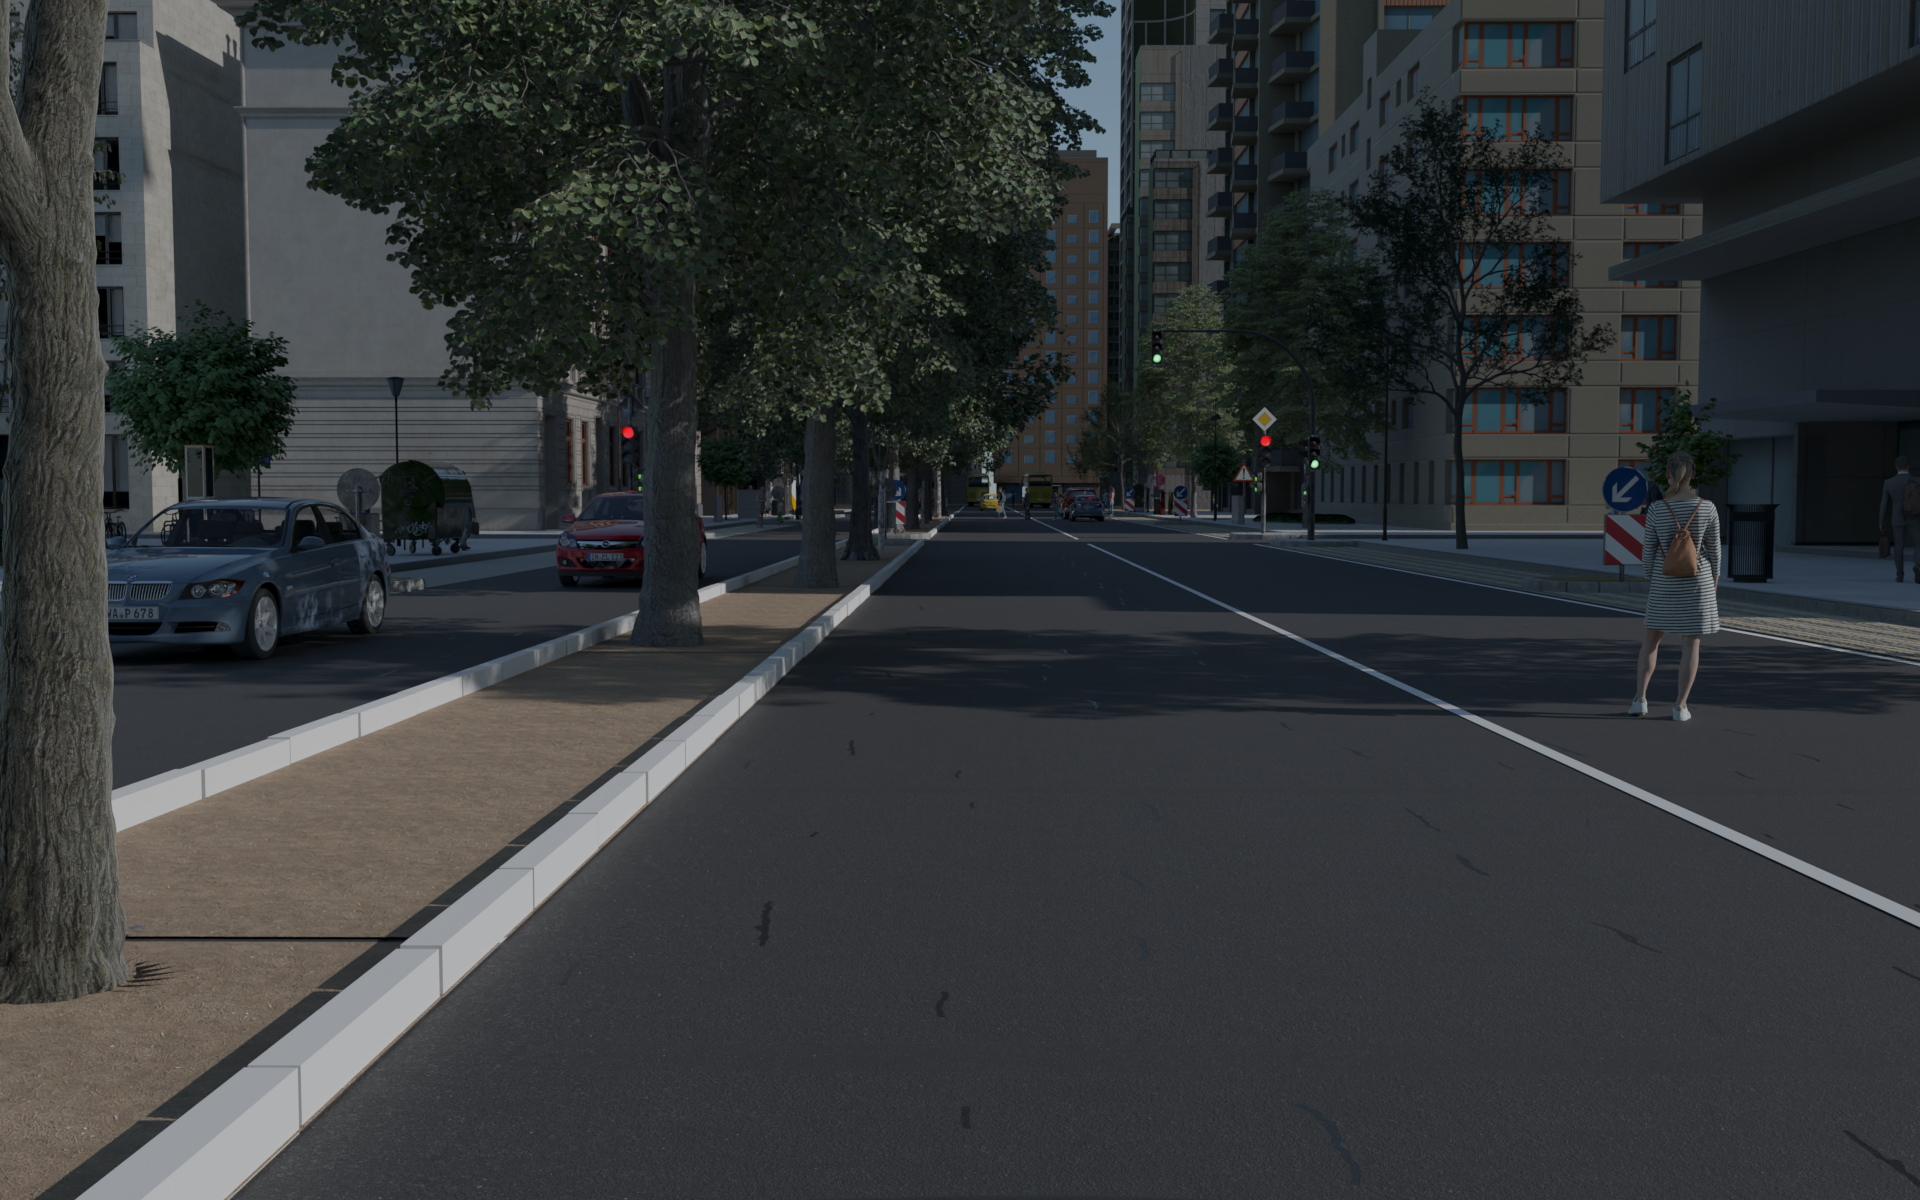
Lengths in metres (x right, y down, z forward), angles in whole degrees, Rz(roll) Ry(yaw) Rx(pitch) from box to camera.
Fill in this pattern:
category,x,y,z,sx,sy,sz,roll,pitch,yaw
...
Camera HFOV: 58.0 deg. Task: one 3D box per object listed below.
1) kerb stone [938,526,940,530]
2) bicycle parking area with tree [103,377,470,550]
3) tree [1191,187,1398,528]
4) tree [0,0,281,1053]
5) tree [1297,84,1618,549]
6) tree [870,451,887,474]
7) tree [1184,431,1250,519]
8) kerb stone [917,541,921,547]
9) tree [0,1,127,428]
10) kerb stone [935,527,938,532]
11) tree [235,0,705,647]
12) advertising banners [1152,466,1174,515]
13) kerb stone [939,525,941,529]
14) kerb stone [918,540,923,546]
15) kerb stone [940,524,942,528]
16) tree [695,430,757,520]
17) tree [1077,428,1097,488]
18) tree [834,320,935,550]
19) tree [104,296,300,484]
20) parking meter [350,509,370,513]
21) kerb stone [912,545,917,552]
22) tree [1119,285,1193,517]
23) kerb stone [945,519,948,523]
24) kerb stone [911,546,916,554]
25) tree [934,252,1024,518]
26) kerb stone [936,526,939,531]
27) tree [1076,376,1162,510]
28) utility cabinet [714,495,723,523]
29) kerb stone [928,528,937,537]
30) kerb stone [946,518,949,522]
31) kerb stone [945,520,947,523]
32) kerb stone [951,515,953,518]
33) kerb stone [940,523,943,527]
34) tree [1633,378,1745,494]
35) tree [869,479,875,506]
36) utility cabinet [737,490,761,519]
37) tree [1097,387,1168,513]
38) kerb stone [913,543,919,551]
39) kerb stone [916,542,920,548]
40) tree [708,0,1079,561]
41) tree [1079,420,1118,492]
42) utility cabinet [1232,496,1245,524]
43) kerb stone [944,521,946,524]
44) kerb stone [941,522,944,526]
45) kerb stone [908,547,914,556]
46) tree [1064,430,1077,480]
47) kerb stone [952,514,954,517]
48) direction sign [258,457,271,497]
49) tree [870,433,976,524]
category,x,y,z,sx,sy,sz,roll,pitch,yaw
kerb stone,-0.923,-2.583,64.429,0.120,0.150,1.000,0,4,1
bicycle parking area with tree,-16.354,-3.390,42.423,8.231,4.147,9.016,1,4,9
tree,12.695,-8.978,64.910,7.486,12.596,7.792,0,3,0
tree,-2.517,-4.668,4.538,9.928,11.665,9.643,0,3,0
tree,11.398,-6.471,40.212,7.601,10.594,8.767,0,4,2
tree,-9.786,-14.281,167.900,7.601,10.594,8.767,0,4,6
tree,12.958,-6.385,88.103,4.285,4.588,4.351,0,3,0
kerb stone,-1.130,-1.357,44.379,0.120,0.150,1.000,0,4,1
tree,-11.808,-4.281,20.357,4.360,8.622,3.978,0,3,0
kerb stone,-0.955,-2.395,61.360,0.120,0.150,1.000,0,4,1
tree,-2.781,-6.544,16.106,9.857,13.997,8.962,0,3,0
advertising banners,12.384,-6.697,105.685,0.090,3.025,2.074,-2,4,-34
kerb stone,-0.905,-2.708,66.478,0.120,0.150,1.000,0,4,1
kerb stone,-1.122,-1.420,45.406,0.120,0.150,1.000,0,4,1
kerb stone,-0.879,-2.834,68.534,0.120,0.150,1.000,0,4,1
tree,-11.415,-6.182,84.794,4.285,4.588,4.351,0,3,0
tree,12.812,-12.203,149.877,4.360,8.622,3.978,0,3,0
tree,-2.044,-5.607,44.494,4.360,8.622,3.978,0,3,0
tree,-12.643,-2.775,29.081,4.285,4.588,4.351,0,3,0
parking meter,-11.778,-1.566,34.015,0.372,1.533,0.369,0,3,0
kerb stone,-1.156,-1.168,41.298,0.120,0.150,1.000,0,4,1
tree,12.429,-10.787,94.502,7.486,12.596,7.792,0,3,0
kerb stone,-0.758,-3.524,79.813,0.120,0.150,1.000,0,4,1
kerb stone,-1.168,-1.104,40.277,0.120,0.150,1.000,0,4,1
tree,-2.554,-15.025,104.007,12.611,20.169,13.585,0,3,0
kerb stone,-0.932,-2.521,63.407,0.120,0.150,1.000,0,4,1
tree,12.585,-12.382,136.865,7.601,10.594,8.767,1,4,10
utility cabinet,-10.969,-4.120,78.516,0.306,1.237,1.020,-1,4,-15
kerb stone,-0.970,-2.327,60.327,0.120,0.150,1.000,0,4,1
kerb stone,-0.732,-3.712,82.889,0.120,0.150,1.000,0,4,1
kerb stone,-0.785,-3.399,77.767,0.120,0.150,1.000,0,4,1
kerb stone,-0.611,-4.465,95.200,0.120,0.150,1.000,0,4,1
kerb stone,-0.867,-2.897,69.557,0.120,0.150,1.000,0,4,1
tree,12.078,-2.102,28.966,1.663,3.219,1.824,0,3,0
tree,-9.839,-11.749,186.704,1.663,3.219,1.824,0,3,0
utility cabinet,-10.919,-4.952,89.640,1.173,1.500,0.318,-1,4,-11
tree,12.296,-10.155,116.388,4.360,8.622,3.978,0,3,0
kerb stone,-1.144,-1.231,42.320,0.120,0.150,1.000,0,4,1
kerb stone,-1.134,-1.293,43.342,0.120,0.150,1.000,0,4,1
tree,-2.144,-7.199,37.165,9.611,12.733,9.660,0,3,0
tree,13.477,-13.486,170.851,4.737,8.622,4.395,0,3,0
utility cabinet,11.810,-3.812,73.496,0.306,1.237,1.020,0,4,-7
kerb stone,-0.811,-3.271,75.721,0.120,0.150,1.000,0,4,1
kerb stone,-0.848,-3.022,71.605,0.120,0.150,1.000,0,4,1
kerb stone,-1.186,-1.043,39.255,0.120,0.150,1.000,0,4,1
tree,13.657,-14.759,191.679,4.360,8.622,3.978,0,3,0
kerb stone,-0.567,-4.716,99.307,0.120,0.150,1.000,0,4,1
direction sign,-19.798,-3.481,48.903,0.876,3.537,0.379,2,4,24
tree,-1.788,-9.947,83.225,7.486,12.596,7.792,0,3,0
